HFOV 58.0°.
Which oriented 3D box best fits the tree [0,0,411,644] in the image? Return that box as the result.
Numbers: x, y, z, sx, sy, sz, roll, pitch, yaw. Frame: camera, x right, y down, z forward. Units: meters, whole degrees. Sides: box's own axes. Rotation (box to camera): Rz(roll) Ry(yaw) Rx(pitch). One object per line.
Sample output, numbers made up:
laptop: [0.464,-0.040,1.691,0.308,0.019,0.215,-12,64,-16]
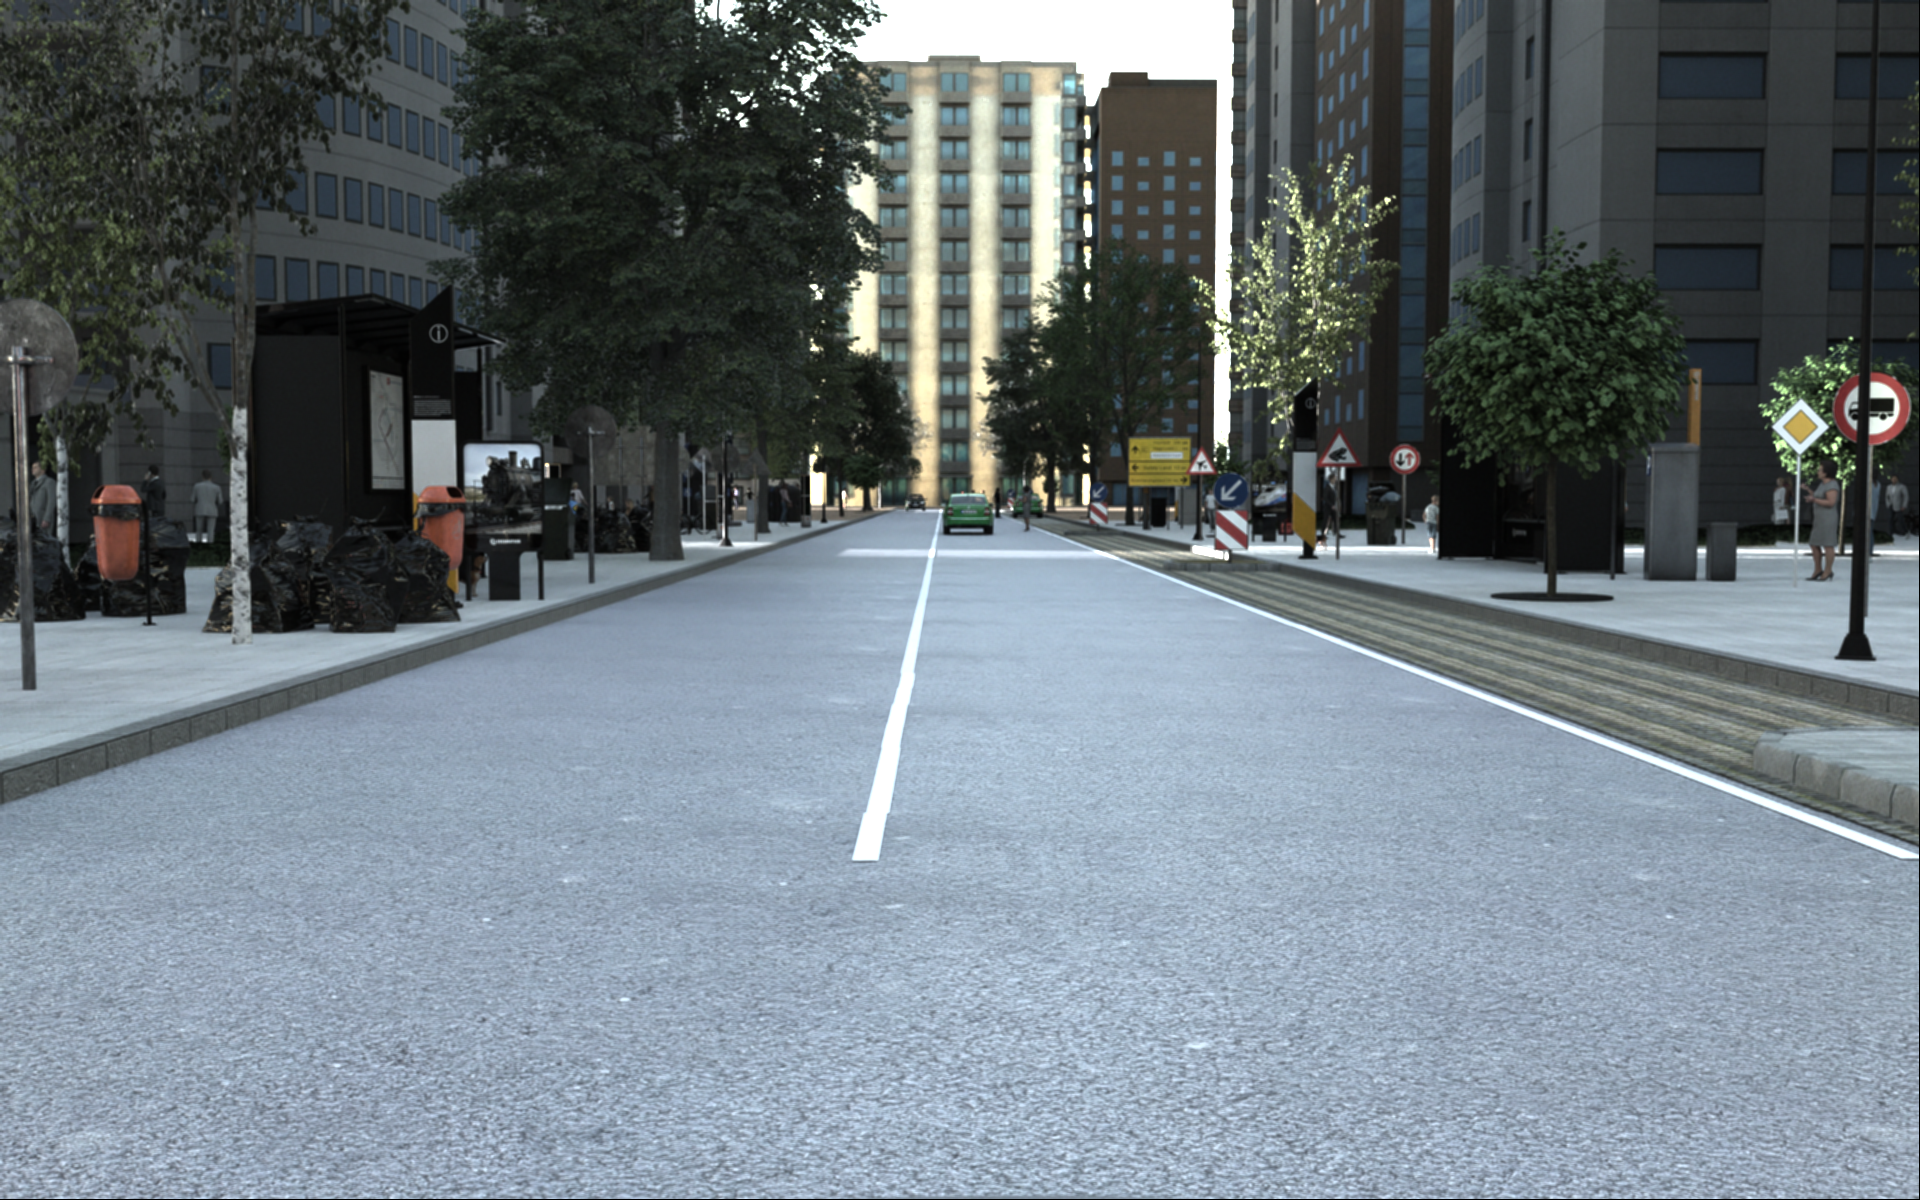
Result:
tree: [-6.391,-3.930,14.621,4.360,8.622,3.978,0,3,0]

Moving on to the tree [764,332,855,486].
tree: [-6.559,-7.504,73.056,4.360,8.622,3.978,0,3,0]

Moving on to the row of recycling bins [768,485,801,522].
row of recycling bins: [-8.239,-4.450,79.869,1.069,1.692,3.534,-2,4,-27]

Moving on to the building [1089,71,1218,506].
building: [21.634,-32.848,187.181,14.200,45.320,14.600,0,4,-1]

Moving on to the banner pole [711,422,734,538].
banner pole: [-6.957,-3.721,50.855,0.863,3.779,0.401,2,4,35]

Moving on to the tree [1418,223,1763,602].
tree: [7.308,-2.298,21.281,4.285,4.588,4.351,0,3,0]

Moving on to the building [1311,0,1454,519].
building: [27.793,-27.204,94.897,14.600,45.320,14.200,0,4,-1]

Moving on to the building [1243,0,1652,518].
building: [29.980,-35.132,116.410,21.231,58.520,28.212,0,4,-1]

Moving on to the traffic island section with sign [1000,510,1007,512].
traffic island section with sign: [3.949,-7.910,137.952,1.989,1.847,2.006,0,4,-1]

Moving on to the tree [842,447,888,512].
tree: [-6.648,-8.418,121.346,4.285,4.588,4.351,0,3,0]

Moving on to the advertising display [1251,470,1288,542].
advertising display: [8.358,-2.541,46.754,0.974,1.923,0.123,1,4,11]

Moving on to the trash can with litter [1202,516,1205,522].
trash can with litter: [10.844,-4.124,78.811,1.055,1.170,0.624,-1,4,-13]

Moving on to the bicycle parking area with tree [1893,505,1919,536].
bicycle parking area with tree: [31.598,-3.855,50.032,9.016,4.147,8.231,3,4,38]

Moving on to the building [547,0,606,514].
building: [-27.081,-19.505,90.610,14.160,30.474,14.107,0,4,-1]

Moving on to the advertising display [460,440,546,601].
advertising display: [-5.496,-0.957,20.855,0.974,1.923,0.123,-1,4,-13]

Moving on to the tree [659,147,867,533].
tree: [-6.902,-8.471,56.632,7.486,12.596,7.792,0,3,0]

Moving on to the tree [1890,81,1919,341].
tree: [16.102,-4.649,26.366,4.737,8.622,4.395,0,3,0]

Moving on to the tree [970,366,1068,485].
tree: [6.002,-15.090,157.088,12.009,13.543,11.850,0,3,0]

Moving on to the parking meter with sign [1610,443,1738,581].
parking meter with sign: [10.579,-1.799,25.683,1.738,3.016,0.543,1,4,10]

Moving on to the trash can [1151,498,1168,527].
trash can: [7.731,-3.411,67.421,0.748,1.137,0.748,0,3,0]

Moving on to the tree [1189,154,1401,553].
tree: [7.414,-5.328,37.475,4.737,8.622,4.395,0,3,0]

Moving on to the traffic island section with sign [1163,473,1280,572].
traffic island section with sign: [4.880,-1.471,32.682,1.989,1.847,2.006,0,4,-1]

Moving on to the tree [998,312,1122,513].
tree: [6.157,-12.964,118.610,9.857,13.997,8.962,0,3,0]

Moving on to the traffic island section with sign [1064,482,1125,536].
traffic island section with sign: [4.634,-3.153,60.177,1.989,1.847,2.006,0,4,-1]

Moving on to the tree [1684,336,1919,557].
tree: [18.363,-3.202,36.074,4.285,4.588,4.351,0,3,0]

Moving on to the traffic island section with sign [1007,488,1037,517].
traffic island section with sign: [4.196,-6.227,110.440,1.989,1.847,2.006,0,4,-1]

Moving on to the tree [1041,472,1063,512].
tree: [6.448,-8.021,125.738,1.663,3.219,1.824,0,3,0]

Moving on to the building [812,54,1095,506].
building: [-0.736,-34.987,191.645,30.456,49.044,23.786,0,4,-1]

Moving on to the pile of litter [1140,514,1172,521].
pile of litter: [9.218,-4.136,81.589,1.719,0.858,1.176,0,4,6]

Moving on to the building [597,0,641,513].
building: [-27.785,-25.798,105.385,14.154,41.232,14.086,0,4,-1]

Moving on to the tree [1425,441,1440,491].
tree: [14.749,-3.470,51.335,1.663,3.219,1.824,0,3,0]

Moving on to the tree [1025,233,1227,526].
tree: [6.760,-8.846,70.385,9.928,11.665,9.643,0,3,0]

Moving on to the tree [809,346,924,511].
tree: [-7.323,-13.298,134.432,9.611,12.733,9.660,0,3,0]

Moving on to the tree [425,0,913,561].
tree: [-5.796,-7.748,33.327,9.857,13.997,8.962,0,3,0]

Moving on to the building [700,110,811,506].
building: [-23.597,-30.805,187.259,14.086,41.232,14.154,0,4,-1]

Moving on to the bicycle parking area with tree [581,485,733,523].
bicycle parking area with tree: [-14.502,-5.500,76.935,9.016,4.147,8.231,3,5,39]

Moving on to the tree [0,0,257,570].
tree: [-11.953,-4.464,23.342,4.737,8.622,4.395,0,3,0]

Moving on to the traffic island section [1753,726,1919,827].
traffic island section: [5.098,0.868,8.085,2.009,0.180,2.903,0,4,-1]

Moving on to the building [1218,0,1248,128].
building: [27.347,-27.794,138.025,14.154,41.232,14.086,0,4,-1]

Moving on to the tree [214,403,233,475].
tree: [-20.902,-4.196,52.314,4.285,4.588,4.351,0,3,0]

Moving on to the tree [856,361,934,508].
tree: [-7.398,-15.166,158.336,12.009,13.543,11.850,0,3,0]

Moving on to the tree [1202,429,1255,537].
tree: [7.747,-3.488,51.636,1.663,3.219,1.824,0,3,0]

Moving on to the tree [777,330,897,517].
tree: [-7.094,-10.057,98.841,7.601,10.594,8.767,0,4,0]
